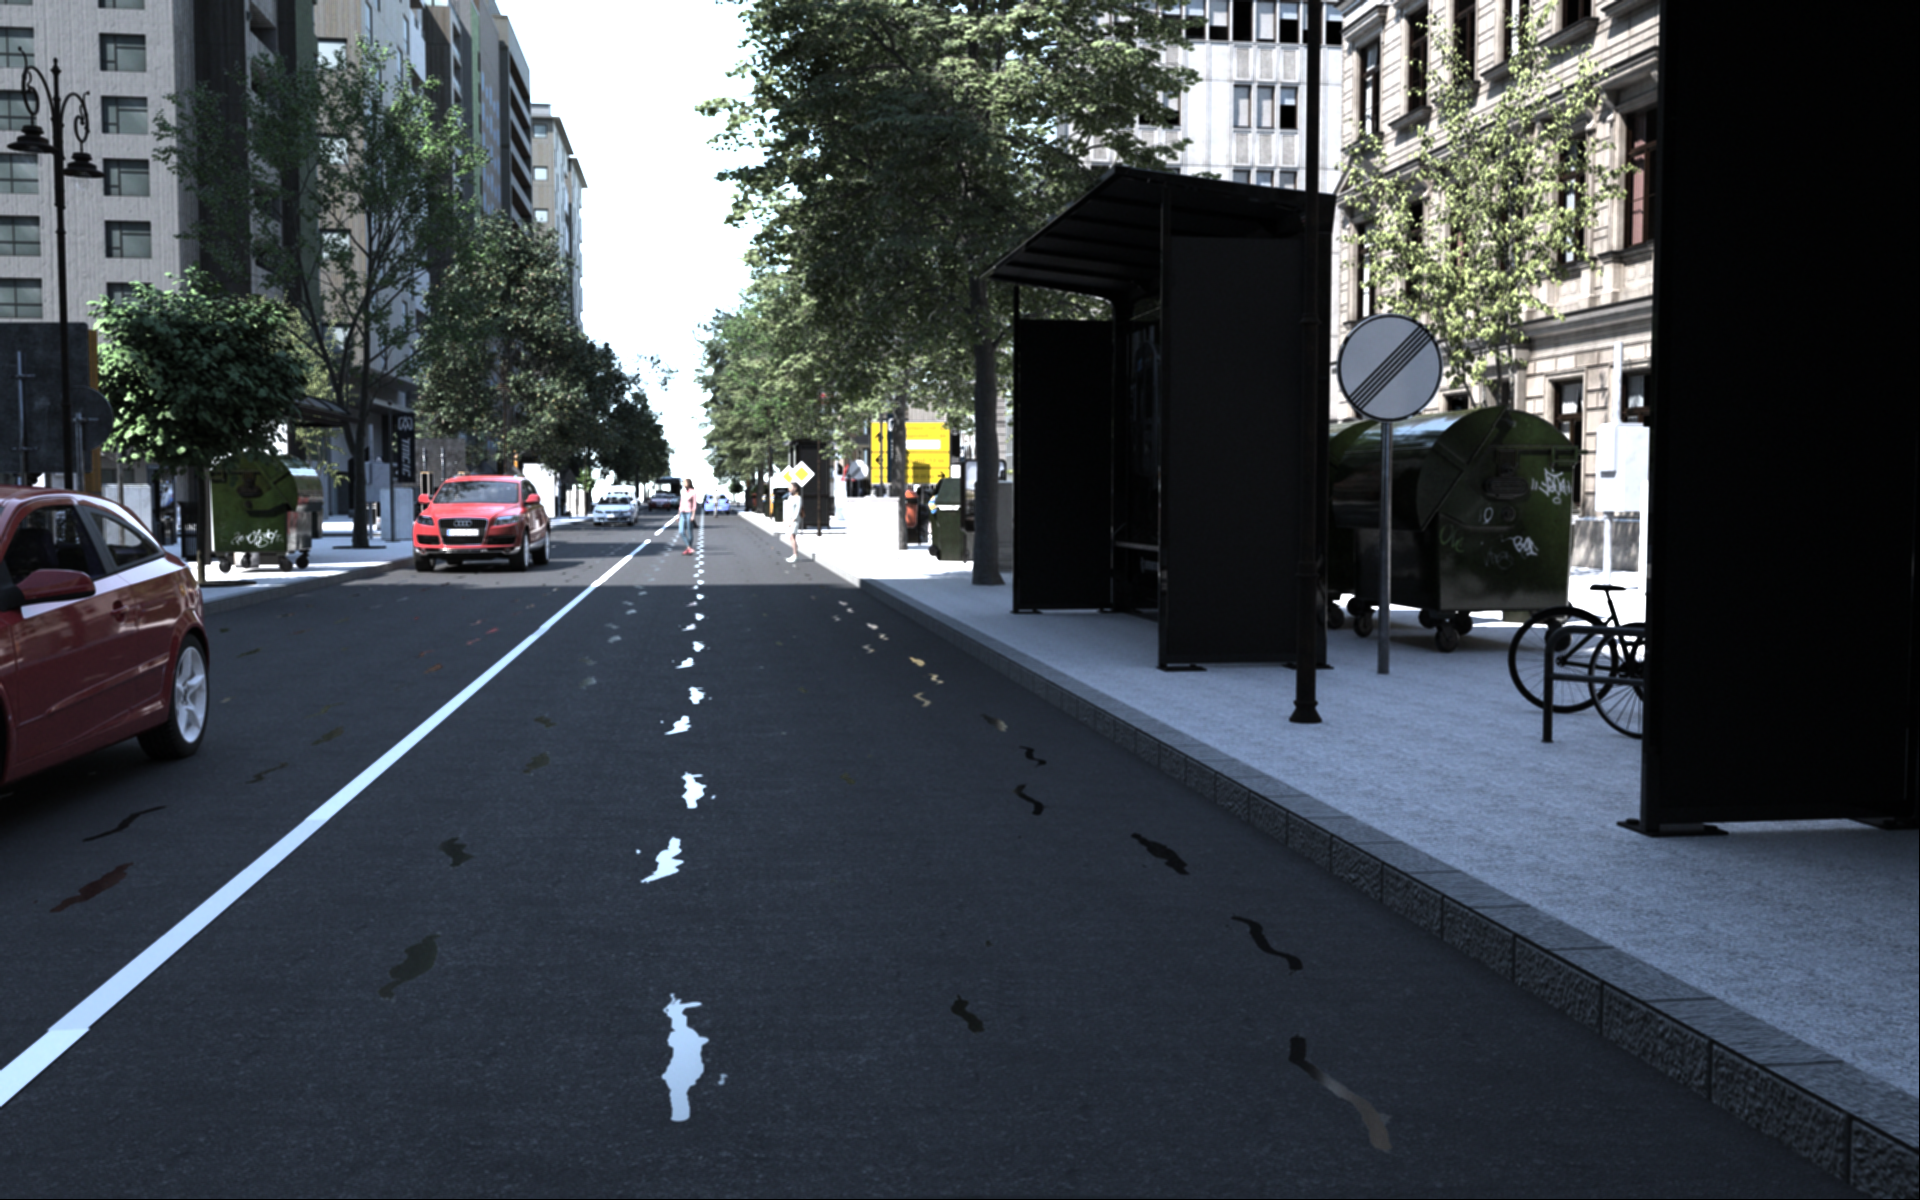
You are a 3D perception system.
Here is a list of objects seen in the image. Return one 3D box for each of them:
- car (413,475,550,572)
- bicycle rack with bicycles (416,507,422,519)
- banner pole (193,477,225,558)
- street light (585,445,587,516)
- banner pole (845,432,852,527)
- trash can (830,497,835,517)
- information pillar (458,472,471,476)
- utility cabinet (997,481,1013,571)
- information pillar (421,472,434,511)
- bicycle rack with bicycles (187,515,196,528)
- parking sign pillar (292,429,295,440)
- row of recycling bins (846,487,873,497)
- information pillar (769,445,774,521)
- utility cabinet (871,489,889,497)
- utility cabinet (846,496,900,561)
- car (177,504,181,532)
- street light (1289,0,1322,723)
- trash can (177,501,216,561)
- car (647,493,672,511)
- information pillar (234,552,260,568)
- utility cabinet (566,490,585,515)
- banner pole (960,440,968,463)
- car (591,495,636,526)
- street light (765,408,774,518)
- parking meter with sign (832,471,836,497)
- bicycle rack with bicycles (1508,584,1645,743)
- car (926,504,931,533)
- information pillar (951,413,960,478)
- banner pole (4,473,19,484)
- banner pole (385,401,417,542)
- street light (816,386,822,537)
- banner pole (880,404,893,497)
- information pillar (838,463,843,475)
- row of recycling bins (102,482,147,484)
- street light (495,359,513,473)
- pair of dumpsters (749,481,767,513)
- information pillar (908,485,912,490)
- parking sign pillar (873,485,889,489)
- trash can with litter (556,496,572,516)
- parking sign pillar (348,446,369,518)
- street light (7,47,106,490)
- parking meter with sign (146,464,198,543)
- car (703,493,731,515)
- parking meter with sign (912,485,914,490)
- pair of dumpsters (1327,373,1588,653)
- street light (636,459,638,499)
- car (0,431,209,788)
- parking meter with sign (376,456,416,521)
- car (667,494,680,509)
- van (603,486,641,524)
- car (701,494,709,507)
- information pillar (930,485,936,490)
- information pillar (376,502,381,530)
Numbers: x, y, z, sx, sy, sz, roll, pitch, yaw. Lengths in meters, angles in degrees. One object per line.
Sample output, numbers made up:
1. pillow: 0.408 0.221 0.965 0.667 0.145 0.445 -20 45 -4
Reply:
1. car: -9.253 -1.535 33.777 2.281 1.827 5.304 0 4 -6
2. bicycle rack with bicycles: -26.271 -4.553 87.829 2.852 0.926 2.925 0 4 -2
3. banner pole: -14.914 -2.718 34.458 0.401 3.779 0.863 2 4 25
4. street light: -21.913 -7.860 101.302 0.468 5.910 1.993 -1 4 -8
5. banner pole: -4.312 -4.783 68.219 0.401 3.779 0.863 0 4 4
6. trash can: -7.548 -5.514 101.804 0.748 1.137 0.748 0 3 0
7. information pillar: -16.706 -3.302 58.475 0.304 2.012 0.304 3 4 36
8. utility cabinet: 0.968 -1.226 28.721 1.173 1.500 0.318 -1 4 -21
9. information pillar: -17.991 -3.306 58.539 0.304 2.012 0.304 1 4 16
10. bicycle rack with bicycles: -29.987 -3.165 65.123 2.925 0.926 2.852 -2 4 -34
11. parking sign pillar: -23.063 -4.268 58.257 1.447 3.967 1.447 3 5 42
12. row of recycling bins: -5.631 -6.112 107.036 3.534 1.692 1.069 1 4 17
13. information pillar: -9.072 -5.624 83.303 0.183 3.616 0.504 -1 4 -11
14. utility cabinet: -3.582 -4.208 77.479 0.318 1.500 1.173 -2 4 -34
15. utility cabinet: -1.685 -1.364 33.457 1.020 1.237 0.306 0 4 -6
16. car: -26.620 -2.523 53.614 4.827 1.381 2.083 0 4 -8
17. street light: 1.949 -2.251 9.592 0.468 5.910 1.993 -1 4 -8
18. trash can: -14.664 -1.326 33.334 0.748 1.137 0.748 0 3 0
19. car: -25.601 -8.467 147.483 2.155 1.783 4.494 -1 4 -10
20. information pillar: -12.388 -1.562 30.038 0.304 2.012 0.304 1 4 11
21. utility cabinet: -23.253 -5.889 104.961 1.173 1.500 0.318 1 4 13
22. banner pole: 0.167 -5.544 80.657 0.401 3.779 0.863 -2 4 -33
23. car: -15.789 -4.104 79.098 2.014 1.417 4.499 -1 4 -9
24. street light: -10.210 -7.329 92.612 0.468 5.910 1.993 -1 4 -8
25. parking meter with sign: -9.232 -8.168 129.801 0.543 3.016 1.738 -1 4 -9
26. bicycle rack with bicycles: 4.258 0.257 9.188 2.925 0.926 2.852 3 5 44
27. car: -0.339 -2.796 58.077 4.827 1.381 2.083 0 4 -7
28. information pillar: -0.211 -3.557 49.516 0.504 3.616 0.183 0 4 2
29. banner pole: -16.721 -2.486 30.666 0.863 3.779 0.401 1 4 21
30. banner pole: -15.036 -3.457 46.532 0.863 3.779 0.401 -2 4 -24
31. street light: -4.206 -4.821 51.615 0.468 5.910 1.993 -1 4 -8
32. banner pole: -1.921 -3.507 47.358 0.863 3.779 0.401 0 4 4
33. information pillar: -8.567 -8.052 123.005 0.504 3.616 0.183 -1 4 -9
34. row of recycling bins: -28.950 -3.218 59.730 1.069 1.692 3.534 2 4 24
35. street light: -15.616 -5.300 59.451 0.468 5.910 1.993 -1 4 -8
36. pair of dumpsters: -13.678 -7.136 119.162 1.574 2.255 4.437 -1 4 -9
37. information pillar: -3.373 -7.024 119.336 0.304 2.012 0.304 3 5 41
38. parking sign pillar: -3.864 -6.233 90.388 1.447 3.967 1.447 -1 4 -12
39. trash can with litter: -22.725 -5.362 99.059 0.624 1.170 1.055 3 4 39
40. parking sign pillar: -32.494 -6.458 94.063 1.447 3.967 1.447 0 4 1
41. street light: -9.581 -2.797 18.524 0.468 5.910 1.993 -1 4 -8
42. parking meter with sign: -20.756 -2.981 45.003 1.738 3.016 0.543 -1 4 -21
43. car: -16.826 -6.755 120.042 1.945 1.707 3.694 -1 4 -8
44. parking meter with sign: -2.900 -7.298 115.583 0.543 3.016 1.738 -1 4 -18
45. pair of dumpsters: 4.053 -0.826 15.991 1.574 2.255 4.437 -1 4 -8
46. street light: -33.004 -12.472 176.712 0.468 5.910 1.993 -1 4 -8
47. car: -4.897 0.070 7.902 2.155 1.783 4.494 0 4 -7
48. parking meter with sign: -26.346 -5.181 80.974 0.543 3.016 1.738 3 5 42
49. car: -27.369 -9.224 162.603 2.131 1.459 4.920 -1 4 -9
50. van: -16.744 -4.792 85.363 2.013 2.044 4.112 -1 4 -10
51. car: -27.303 -10.889 189.835 2.131 1.459 4.920 -1 4 -10
52. information pillar: -1.289 -4.982 85.939 0.304 2.012 0.304 2 4 35
53. information pillar: -20.711 -3.519 62.028 0.304 2.012 0.304 2 4 30
